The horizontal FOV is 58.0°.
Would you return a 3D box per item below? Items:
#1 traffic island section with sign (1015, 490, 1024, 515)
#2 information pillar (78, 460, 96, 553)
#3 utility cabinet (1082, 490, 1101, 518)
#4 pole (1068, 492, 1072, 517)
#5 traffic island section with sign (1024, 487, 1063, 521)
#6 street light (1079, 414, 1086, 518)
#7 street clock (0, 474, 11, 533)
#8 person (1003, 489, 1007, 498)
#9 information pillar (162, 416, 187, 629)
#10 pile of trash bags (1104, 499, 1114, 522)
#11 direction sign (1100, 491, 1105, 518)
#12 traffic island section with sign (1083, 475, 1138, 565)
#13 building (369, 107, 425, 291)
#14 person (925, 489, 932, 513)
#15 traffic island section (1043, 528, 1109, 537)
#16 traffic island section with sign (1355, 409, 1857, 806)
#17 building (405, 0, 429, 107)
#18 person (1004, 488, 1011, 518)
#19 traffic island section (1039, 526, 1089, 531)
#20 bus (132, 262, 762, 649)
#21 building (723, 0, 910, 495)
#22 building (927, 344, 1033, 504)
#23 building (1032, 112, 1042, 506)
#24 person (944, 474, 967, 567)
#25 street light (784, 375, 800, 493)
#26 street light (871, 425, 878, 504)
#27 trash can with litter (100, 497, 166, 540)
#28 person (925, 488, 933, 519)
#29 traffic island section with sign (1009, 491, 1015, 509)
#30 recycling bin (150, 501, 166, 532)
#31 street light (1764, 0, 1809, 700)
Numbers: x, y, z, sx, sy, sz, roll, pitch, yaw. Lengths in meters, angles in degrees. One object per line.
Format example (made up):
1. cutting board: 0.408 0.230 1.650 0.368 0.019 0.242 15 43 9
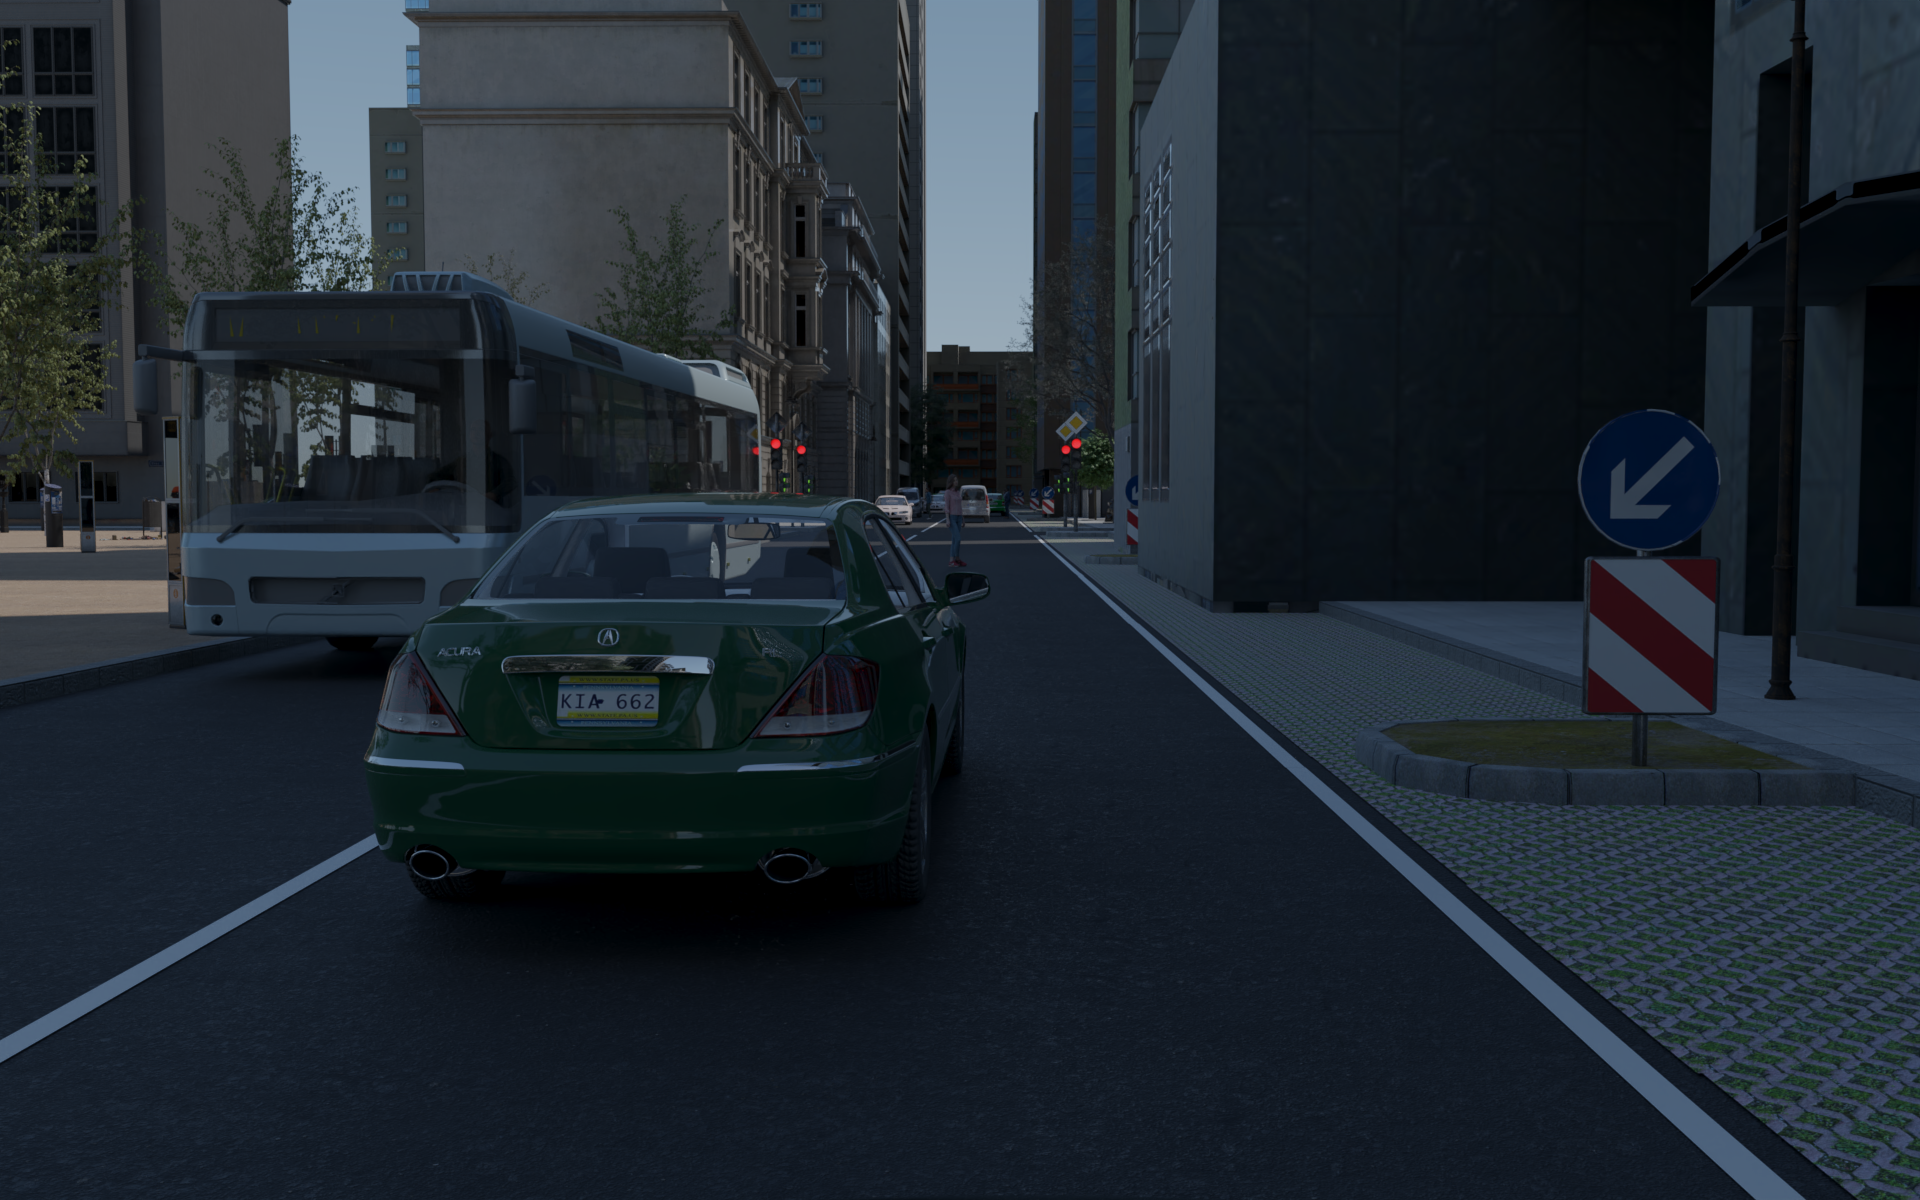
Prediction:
1. traffic island section with sign: 4.948 -6.710 118.343 1.989 1.847 2.006 0 4 1
2. information pillar: -19.065 -2.038 37.819 0.304 2.012 0.304 -2 4 -29
3. utility cabinet: 7.033 -5.140 92.722 0.318 1.500 1.173 3 5 43
4. pole: 6.089 -6.227 95.651 0.158 3.312 0.155 0 3 0
5. traffic island section with sign: 4.513 -5.062 91.391 1.989 1.847 2.006 0 4 1
6. street light: 6.578 -7.441 94.441 0.468 5.910 1.993 0 4 1
7. street clock: -31.586 -3.219 57.194 0.471 2.002 0.358 1 4 15
8. person: 3.568 -7.650 133.839 0.793 1.790 0.793 3 4 38
9. information pillar: -7.371 -0.737 16.546 0.304 2.012 0.304 3 4 37
10. pile of trash bags: 8.290 -4.284 79.804 3.447 1.369 1.912 2 4 24
11. direction sign: 7.712 -6.251 94.208 0.876 3.537 0.379 -1 4 -20
12. traffic island section with sign: 3.572 -1.662 35.808 1.989 1.847 2.006 0 4 1
13. building: -56.336 -35.714 207.632 21.600 48.544 21.300 0 4 1
14. person: -2.374 -7.578 132.499 0.679 1.850 0.850 1 4 23
15. traffic island section: 3.950 -2.234 58.812 2.009 0.180 2.903 0 4 1
16. traffic island section with sign: 3.120 -0.014 8.857 1.989 1.847 2.006 0 4 1
17. building: -61.589 -56.470 235.959 31.000 86.520 22.319 0 4 1
18. person: 2.792 -5.723 102.254 0.419 1.800 0.721 0 4 -6
19. traffic island section: 4.084 -2.723 66.796 2.009 0.180 2.903 0 4 1
20. bus: -4.460 -1.461 18.748 2.948 3.499 13.247 0 4 2
21. building: -15.534 -32.345 152.548 21.300 48.544 21.600 0 4 1
22. building: -0.442 -24.137 239.677 28.899 21.520 27.650 0 4 1
23. building: 14.906 -30.879 188.471 14.154 41.232 14.086 0 4 1
24. person: -0.113 -1.569 34.169 0.388 1.821 0.555 2 4 27
25. street light: -6.500 -5.767 67.086 0.468 5.910 1.993 0 4 1
26. street light: -5.671 -8.654 114.280 0.468 5.910 1.993 0 4 1
27. trash can with litter: -23.176 -2.305 48.741 1.678 1.210 2.233 3 5 41
28. person: -1.741 -5.452 97.978 0.444 1.785 0.601 0 4 -1
29. traffic island section with sign: 5.796 -9.795 168.769 1.989 1.847 2.006 0 4 1
30. recycling bin: -27.086 -2.833 58.866 0.722 1.027 0.722 -3 4 -38
31. street light: 5.142 -2.318 10.682 0.468 5.910 1.993 0 4 1
